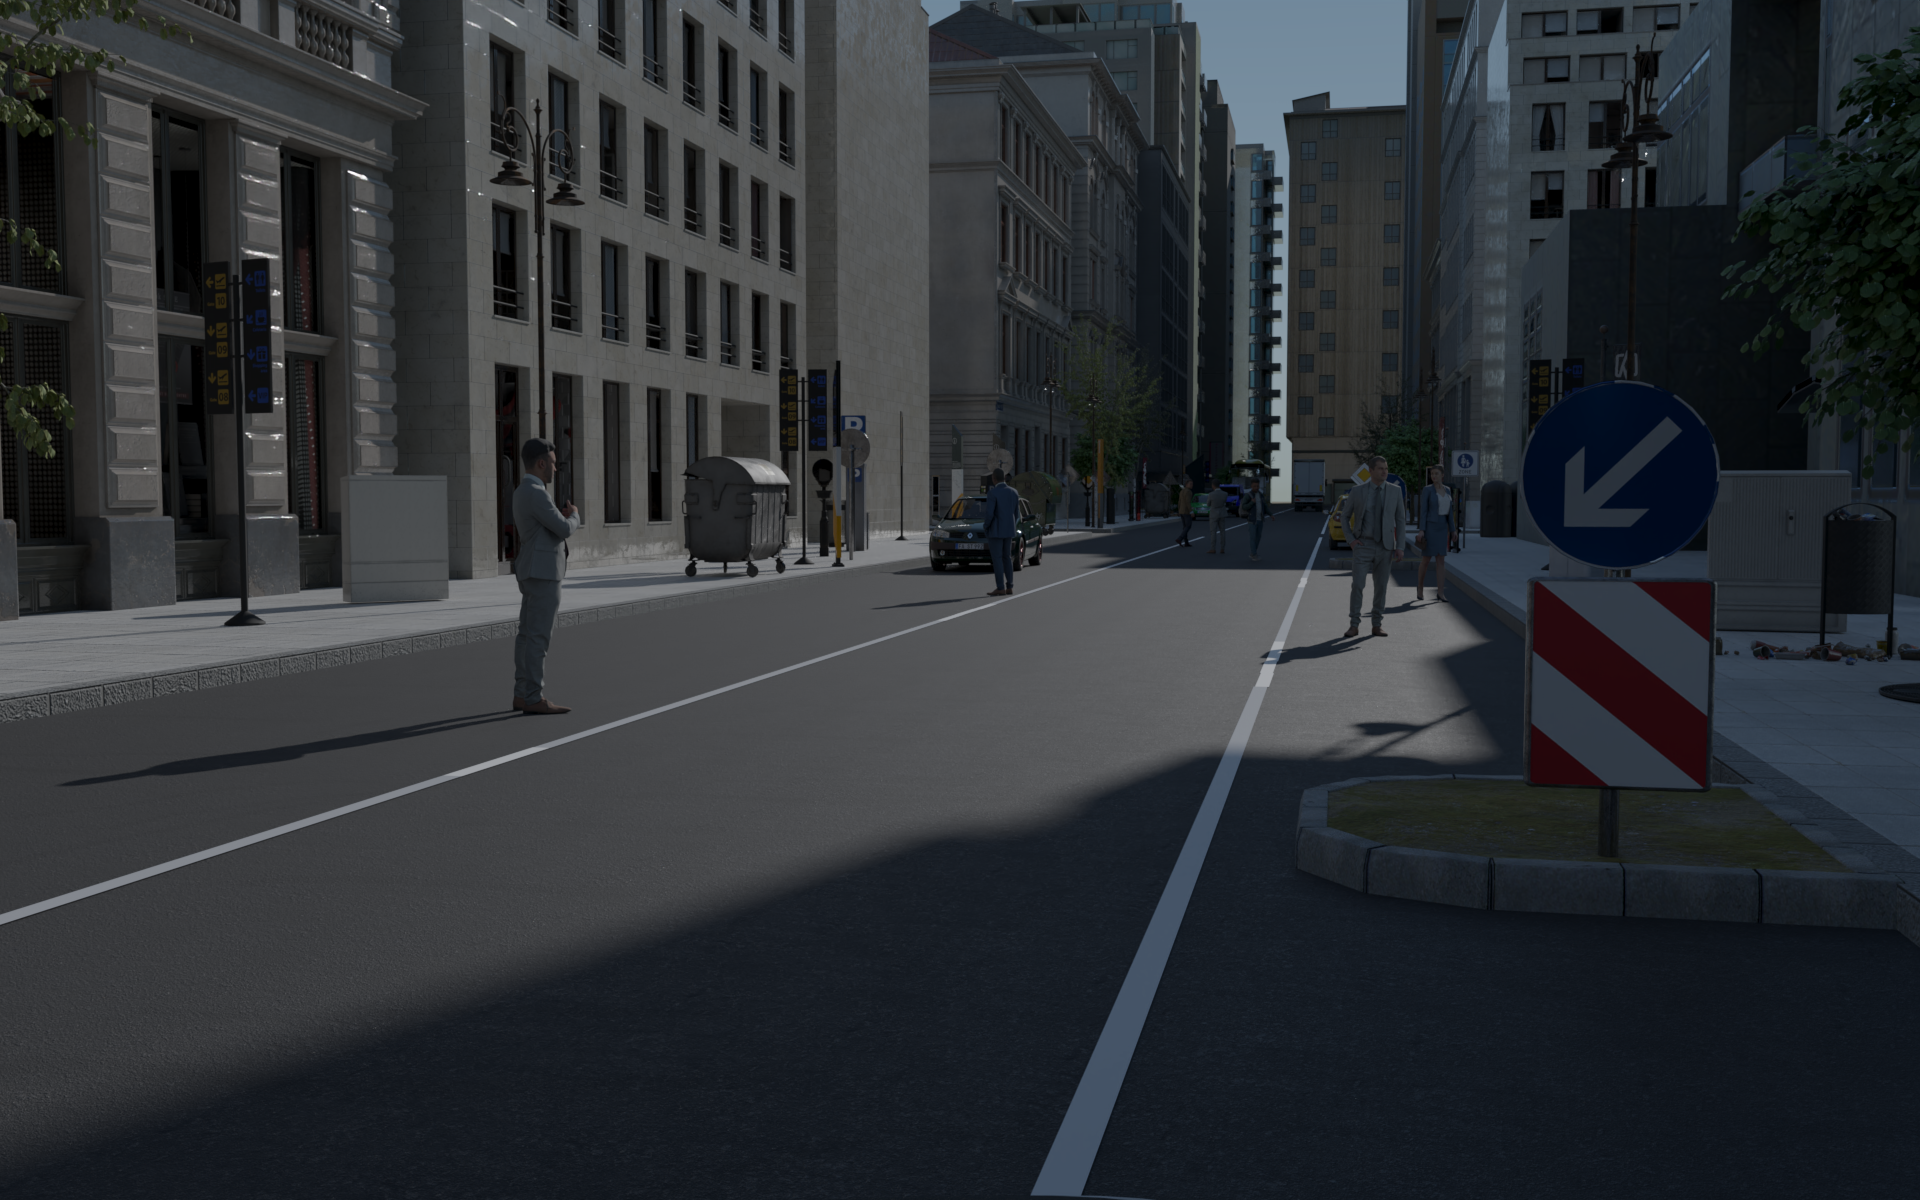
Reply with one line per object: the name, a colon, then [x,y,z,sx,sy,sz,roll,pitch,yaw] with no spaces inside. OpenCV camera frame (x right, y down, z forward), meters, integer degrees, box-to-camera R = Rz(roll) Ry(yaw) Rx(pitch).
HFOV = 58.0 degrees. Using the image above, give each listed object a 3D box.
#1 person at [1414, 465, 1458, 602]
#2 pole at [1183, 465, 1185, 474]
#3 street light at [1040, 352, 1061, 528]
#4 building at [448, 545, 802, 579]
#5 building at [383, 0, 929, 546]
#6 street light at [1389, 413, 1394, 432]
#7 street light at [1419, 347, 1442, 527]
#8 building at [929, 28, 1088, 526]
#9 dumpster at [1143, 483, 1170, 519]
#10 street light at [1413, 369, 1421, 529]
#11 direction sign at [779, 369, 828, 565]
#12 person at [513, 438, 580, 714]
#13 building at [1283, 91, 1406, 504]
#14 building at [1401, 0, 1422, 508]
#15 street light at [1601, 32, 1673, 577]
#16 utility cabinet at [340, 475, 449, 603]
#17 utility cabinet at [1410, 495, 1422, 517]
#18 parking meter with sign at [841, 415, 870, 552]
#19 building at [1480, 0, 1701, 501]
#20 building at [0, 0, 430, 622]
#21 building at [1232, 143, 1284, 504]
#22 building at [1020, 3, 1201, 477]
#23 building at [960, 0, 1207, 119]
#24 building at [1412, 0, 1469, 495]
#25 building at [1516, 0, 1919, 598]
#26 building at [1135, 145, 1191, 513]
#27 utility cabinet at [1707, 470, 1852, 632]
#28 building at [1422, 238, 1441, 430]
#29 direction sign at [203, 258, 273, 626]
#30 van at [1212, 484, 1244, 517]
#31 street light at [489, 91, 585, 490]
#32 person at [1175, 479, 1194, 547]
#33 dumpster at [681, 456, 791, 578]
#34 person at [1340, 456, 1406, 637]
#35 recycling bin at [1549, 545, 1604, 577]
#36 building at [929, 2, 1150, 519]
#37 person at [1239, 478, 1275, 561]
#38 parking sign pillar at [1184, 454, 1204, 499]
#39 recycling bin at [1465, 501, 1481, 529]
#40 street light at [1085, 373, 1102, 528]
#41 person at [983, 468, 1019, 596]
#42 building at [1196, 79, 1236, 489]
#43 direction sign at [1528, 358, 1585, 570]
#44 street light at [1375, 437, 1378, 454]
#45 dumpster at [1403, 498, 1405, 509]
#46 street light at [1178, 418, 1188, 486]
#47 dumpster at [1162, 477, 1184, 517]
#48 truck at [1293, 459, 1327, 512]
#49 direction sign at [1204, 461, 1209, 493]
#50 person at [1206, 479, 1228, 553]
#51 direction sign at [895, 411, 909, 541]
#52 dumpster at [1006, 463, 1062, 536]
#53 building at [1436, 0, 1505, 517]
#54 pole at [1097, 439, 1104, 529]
person: [6.348,-0.894,23.148,0.581,1.822,0.654,0,4,-4]
pole: [15.603,-7.774,120.942,0.158,3.312,0.155,0,3,0]
street light: [2.963,-5.122,56.540,0.468,5.910,1.993,1,4,12]
building: [-10.596,-11.005,34.680,10.420,20.320,16.860,1,4,12]
building: [-10.315,-12.065,52.021,16.860,20.320,10.420,1,4,12]
street light: [24.586,-7.727,99.120,0.468,5.910,1.993,1,4,12]
street light: [14.832,-4.994,54.444,0.468,5.910,1.993,1,4,12]
building: [-1.366,-14.900,79.779,11.583,22.565,21.152,1,4,12]
dumpster: [10.292,-5.200,90.785,1.264,1.857,1.865,1,4,12]
street light: [16.707,-5.512,62.903,0.468,5.910,1.993,1,4,12]
direction sign: [-2.844,-2.416,31.505,0.876,3.537,0.379,0,4,3]
person: [-2.714,-0.168,11.422,0.466,1.800,0.511,-3,5,-39]
building: [57.696,-39.402,233.460,27.495,52.752,28.713,1,4,12]
building: [54.006,-38.305,168.279,21.231,58.520,28.212,1,4,12]
street light: [6.967,-2.764,17.976,0.468,5.910,1.993,1,4,12]
utility cabinet: [-6.712,-0.728,20.577,1.173,1.500,0.318,-3,4,-38]
utility cabinet: [26.024,-5.314,98.038,1.020,1.237,0.306,0,4,-7]
parking meter with sign: [-2.327,-2.628,39.232,0.543,3.016,1.738,0,4,2]
building: [29.732,-13.038,67.929,16.860,20.320,10.420,1,4,12]
building: [-14.648,-11.460,16.243,11.050,23.489,19.941,1,4,12]
building: [28.536,-37.734,236.559,30.456,49.044,23.786,1,4,12]
building: [12.704,-28.351,147.138,14.154,41.232,14.086,1,4,12]
building: [12.380,-33.692,170.473,23.786,49.044,30.456,1,4,12]
building: [46.419,-30.493,148.669,14.600,45.320,14.200,1,4,12]
building: [23.634,-43.859,29.760,22.319,86.520,31.000,1,4,12]
building: [8.607,-20.318,125.700,14.314,27.812,24.014,1,4,12]
utility cabinet: [7.604,-0.455,16.120,1.173,1.500,0.318,1,4,20]
building: [39.333,-17.578,123.559,11.583,22.565,21.152,1,4,12]
direction sign: [-7.014,-1.522,16.881,0.876,3.537,0.379,2,4,26]
van: [16.733,-6.365,108.448,2.240,2.365,5.245,1,4,13]
street light: [-4.933,-2.913,20.411,0.468,5.910,1.993,1,4,12]
person: [6.119,-2.351,46.852,0.656,1.842,0.836,3,5,40]
dumpster: [-3.542,-1.320,27.347,1.264,1.857,1.865,1,4,12]
person: [4.174,-0.545,17.508,0.635,1.810,0.391,0,4,-2]
recycling bin: [8.872,-0.735,24.566,0.722,1.027,0.722,-2,4,-31]
building: [2.984,-19.229,101.782,14.401,28.519,23.554,1,4,12]
person: [6.370,-1.745,37.385,0.623,1.781,0.721,-3,5,-41]
parking sign pillar: [15.603,-7.785,115.755,1.447,3.967,1.447,-1,4,-20]
recycling bin: [19.237,-3.169,64.368,0.722,1.027,0.722,0,4,3]
street light: [5.100,-5.711,66.171,0.468,5.910,1.993,1,4,12]
person: [0.593,-0.969,24.518,0.419,1.800,0.721,3,5,41]
building: [20.712,-35.366,201.933,21.600,48.544,21.300,1,4,12]
direction sign: [9.996,-2.269,29.102,0.876,3.537,0.379,2,4,30]
street light: [32.548,-9.949,135.447,0.468,5.910,1.993,1,4,12]
dumpster: [23.963,-5.492,95.561,1.264,1.857,1.865,1,4,12]
street light: [13.337,-8.008,103.720,0.468,5.910,1.993,1,4,12]
dumpster: [11.997,-5.857,98.255,1.502,2.255,1.985,1,4,12]
truck: [29.254,-9.540,144.889,2.839,4.237,11.283,1,4,12]
direction sign: [16.767,-7.766,118.963,0.379,3.537,0.876,-3,5,-42]
person: [6.213,-2.037,41.989,0.511,1.800,0.466,-2,4,-28]
direction sign: [-1.608,-3.410,47.756,0.379,3.537,0.876,0,4,1]
dumpster: [2.279,-3.130,53.668,1.502,2.255,1.985,1,4,12]
building: [33.749,-19.635,98.528,11.434,29.767,29.804,1,4,12]
pole: [5.221,-4.313,64.368,0.158,3.312,0.155,0,3,0]
